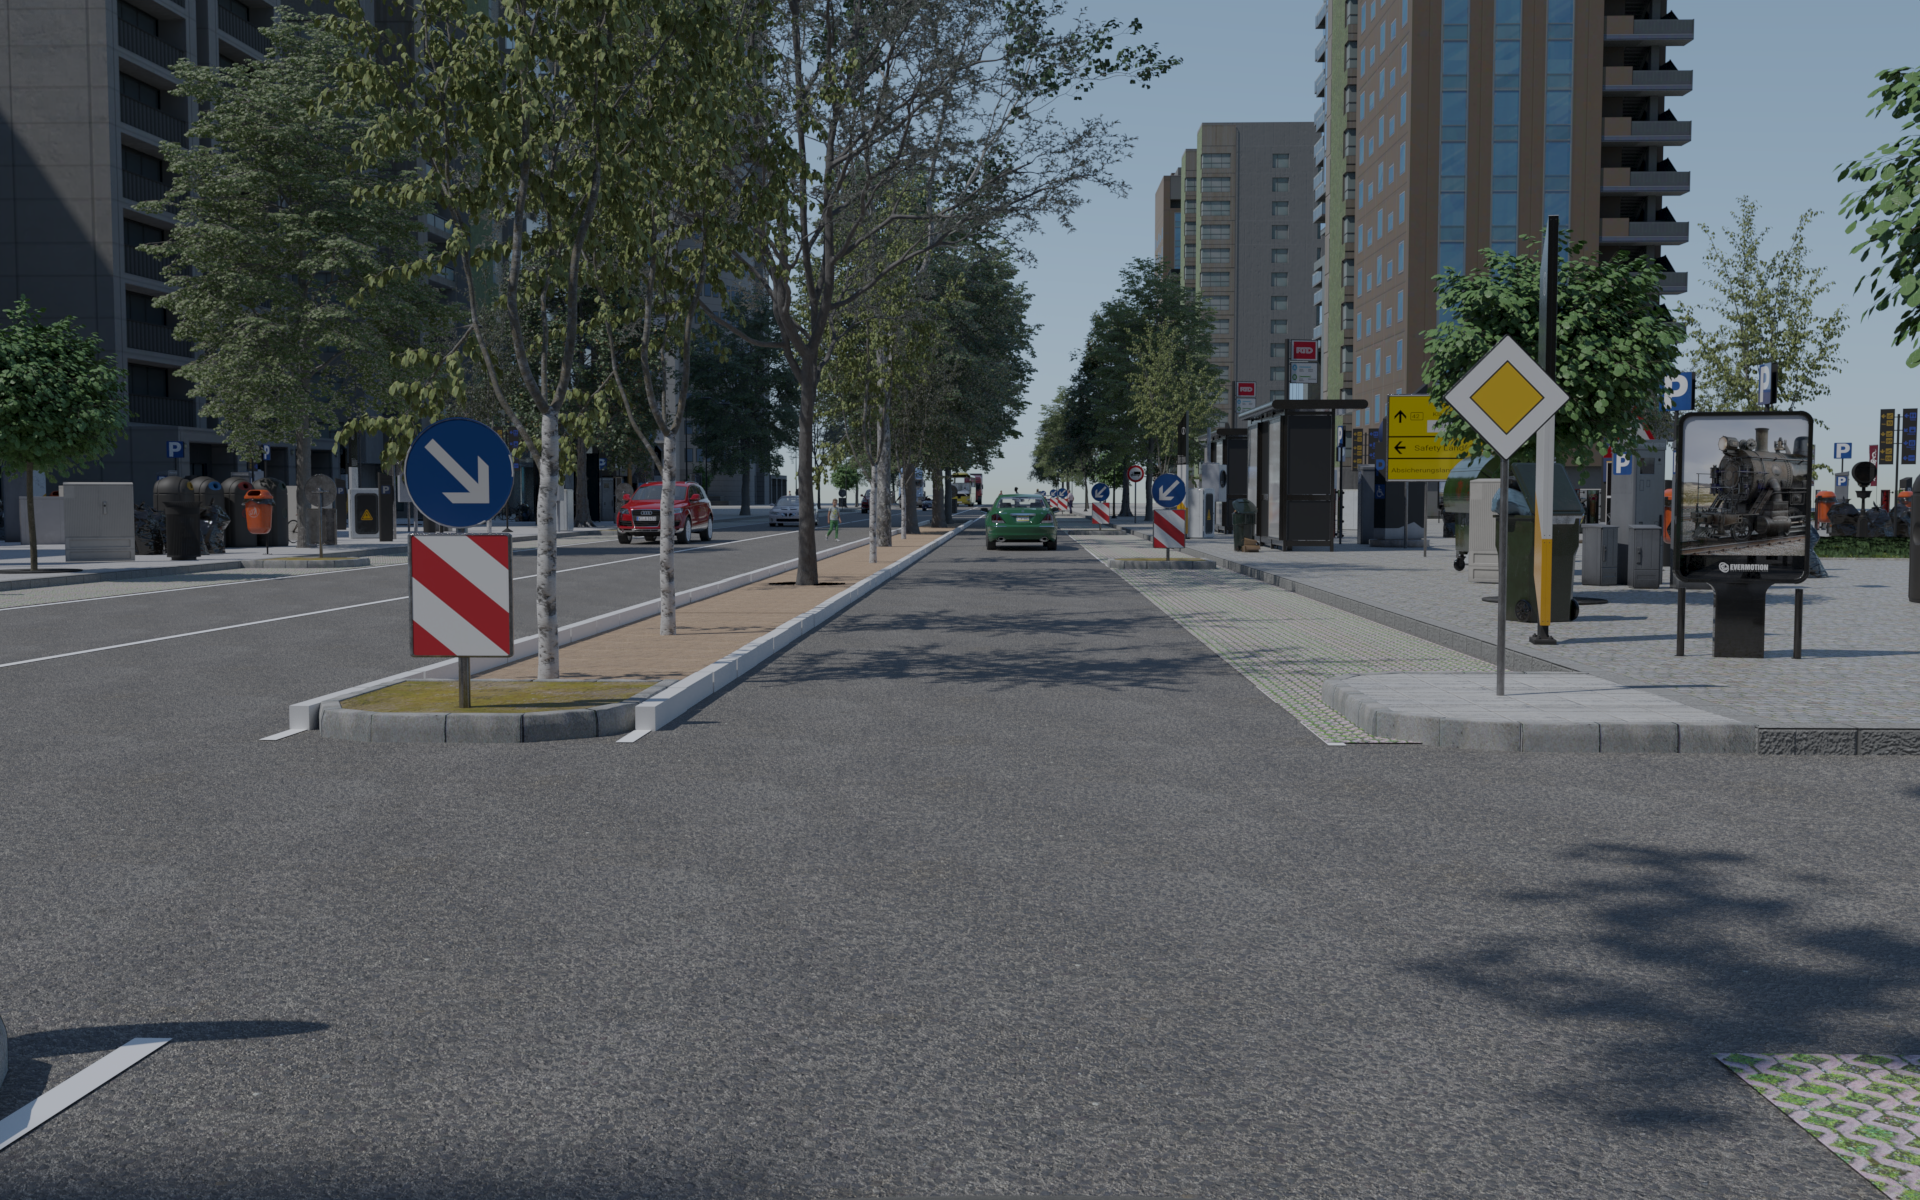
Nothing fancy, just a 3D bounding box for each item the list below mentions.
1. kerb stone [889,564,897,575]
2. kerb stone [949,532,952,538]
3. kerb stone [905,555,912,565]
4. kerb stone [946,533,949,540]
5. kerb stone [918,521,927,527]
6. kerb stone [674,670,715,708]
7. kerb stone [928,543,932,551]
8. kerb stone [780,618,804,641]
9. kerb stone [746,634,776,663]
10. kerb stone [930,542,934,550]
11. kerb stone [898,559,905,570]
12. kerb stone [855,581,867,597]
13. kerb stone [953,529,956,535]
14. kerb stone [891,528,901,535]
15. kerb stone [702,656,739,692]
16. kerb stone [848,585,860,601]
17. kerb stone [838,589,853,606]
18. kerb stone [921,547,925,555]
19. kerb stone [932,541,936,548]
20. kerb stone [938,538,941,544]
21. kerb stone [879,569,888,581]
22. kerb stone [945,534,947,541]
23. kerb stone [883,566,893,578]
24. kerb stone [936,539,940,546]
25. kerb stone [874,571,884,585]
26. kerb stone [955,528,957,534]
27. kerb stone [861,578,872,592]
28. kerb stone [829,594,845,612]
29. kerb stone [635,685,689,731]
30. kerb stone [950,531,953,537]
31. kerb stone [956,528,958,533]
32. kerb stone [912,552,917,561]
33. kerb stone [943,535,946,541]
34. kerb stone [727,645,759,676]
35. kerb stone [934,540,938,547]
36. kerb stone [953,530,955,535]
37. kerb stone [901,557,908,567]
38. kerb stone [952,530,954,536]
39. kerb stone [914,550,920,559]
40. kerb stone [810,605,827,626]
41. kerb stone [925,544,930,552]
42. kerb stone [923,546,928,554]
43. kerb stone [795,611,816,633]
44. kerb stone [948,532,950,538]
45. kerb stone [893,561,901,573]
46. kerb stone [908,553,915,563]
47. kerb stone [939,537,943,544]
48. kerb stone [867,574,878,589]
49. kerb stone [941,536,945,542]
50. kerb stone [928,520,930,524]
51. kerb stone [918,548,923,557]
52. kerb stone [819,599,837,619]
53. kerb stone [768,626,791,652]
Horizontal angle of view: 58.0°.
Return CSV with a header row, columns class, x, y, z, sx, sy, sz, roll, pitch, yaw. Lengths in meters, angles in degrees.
class,x,y,z,sx,sy,sz,roll,pitch,yaw
kerb stone,-1.240,-0.500,30.401,0.120,0.150,1.000,0,4,2
kerb stone,-0.427,-2.007,55.009,0.120,0.150,1.000,0,4,2
kerb stone,-1.104,-0.752,34.497,0.120,0.150,1.000,0,4,2
kerb stone,-0.490,-1.882,52.959,0.120,0.150,1.000,0,4,2
kerb stone,-1.716,-3.514,79.646,0.120,0.150,1.000,0,4,2
kerb stone,-1.858,0.625,11.981,0.120,0.150,1.000,0,4,2
kerb stone,-0.837,-1.255,42.707,0.120,0.150,1.000,0,4,2
kerb stone,-1.690,0.314,17.110,0.120,0.150,1.000,0,4,2
kerb stone,-1.752,0.437,15.052,0.120,0.150,1.000,0,4,2
kerb stone,-0.808,-1.317,43.732,0.120,0.150,1.000,0,4,2
kerb stone,-1.167,-0.625,32.448,0.120,0.150,1.000,0,4,2
kerb stone,-1.444,-0.127,24.272,0.120,0.150,1.000,0,4,2
kerb stone,-0.298,-2.257,59.103,0.120,0.150,1.000,0,4,2
kerb stone,-2.292,-2.448,62.216,0.120,0.150,1.000,0,4,2
kerb stone,-1.818,0.562,13.002,0.120,0.150,1.000,0,4,2
kerb stone,-1.479,-0.060,23.244,0.120,0.150,1.000,0,4,2
kerb stone,-1.517,-0.001,22.222,0.120,0.150,1.000,0,4,2
kerb stone,-0.937,-1.066,39.627,0.120,0.150,1.000,0,4,2
kerb stone,-0.770,-1.377,44.753,0.120,0.150,1.000,0,4,2
kerb stone,-0.663,-1.565,47.829,0.120,0.150,1.000,0,4,2
kerb stone,-1.316,-0.377,28.358,0.120,0.150,1.000,0,4,2
kerb stone,-0.533,-1.815,51.938,0.120,0.150,1.000,0,4,2
kerb stone,-1.282,-0.439,29.380,0.120,0.150,1.000,0,4,2
kerb stone,-0.703,-1.499,46.796,0.120,0.150,1.000,0,4,2
kerb stone,-1.341,-0.314,27.337,0.120,0.150,1.000,0,4,2
kerb stone,-0.255,-2.320,60.126,0.120,0.150,1.000,0,4,2
kerb stone,-1.419,-0.190,25.294,0.120,0.150,1.000,0,4,2
kerb stone,-1.548,0.061,21.201,0.120,0.150,1.000,0,4,2
kerb stone,-1.884,0.687,10.959,0.120,0.150,1.000,0,4,2
kerb stone,-0.397,-2.069,56.030,0.120,0.150,1.000,0,4,2
kerb stone,-0.225,-2.381,61.156,0.120,0.150,1.000,0,4,2
kerb stone,-1.043,-0.878,36.557,0.120,0.150,1.000,0,4,2
kerb stone,-0.561,-1.754,50.914,0.120,0.150,1.000,0,4,2
kerb stone,-1.780,0.500,14.028,0.120,0.150,1.000,0,4,2
kerb stone,-0.735,-1.439,45.774,0.120,0.150,1.000,0,4,2
kerb stone,-0.326,-2.194,58.082,0.120,0.150,1.000,0,4,2
kerb stone,-1.138,-0.690,33.475,0.120,0.150,1.000,0,4,2
kerb stone,-0.356,-2.132,57.060,0.120,0.150,1.000,0,4,2
kerb stone,-1.008,-0.941,37.579,0.120,0.150,1.000,0,4,2
kerb stone,-1.610,0.195,19.153,0.120,0.150,1.000,0,4,2
kerb stone,-0.867,-1.192,41.686,0.120,0.150,1.000,0,4,2
kerb stone,-0.907,-1.124,40.657,0.120,0.150,1.000,0,4,2
kerb stone,-1.649,0.249,18.131,0.120,0.150,1.000,0,4,2
kerb stone,-0.458,-1.943,53.980,0.120,0.150,1.000,0,4,2
kerb stone,-1.207,-0.563,31.427,0.120,0.150,1.000,0,4,2
kerb stone,-1.068,-0.815,35.529,0.120,0.150,1.000,0,4,2
kerb stone,-0.631,-1.630,48.854,0.120,0.150,1.000,0,4,2
kerb stone,-1.381,-0.251,26.316,0.120,0.150,1.000,0,4,2
kerb stone,-0.592,-1.693,49.884,0.120,0.150,1.000,0,4,2
kerb stone,-1.642,-3.639,81.695,0.120,0.150,1.000,0,4,2
kerb stone,-0.977,-1.004,38.603,0.120,0.150,1.000,0,4,2
kerb stone,-1.576,0.126,20.174,0.120,0.150,1.000,0,4,2
kerb stone,-1.718,0.381,16.085,0.120,0.150,1.000,0,4,2
